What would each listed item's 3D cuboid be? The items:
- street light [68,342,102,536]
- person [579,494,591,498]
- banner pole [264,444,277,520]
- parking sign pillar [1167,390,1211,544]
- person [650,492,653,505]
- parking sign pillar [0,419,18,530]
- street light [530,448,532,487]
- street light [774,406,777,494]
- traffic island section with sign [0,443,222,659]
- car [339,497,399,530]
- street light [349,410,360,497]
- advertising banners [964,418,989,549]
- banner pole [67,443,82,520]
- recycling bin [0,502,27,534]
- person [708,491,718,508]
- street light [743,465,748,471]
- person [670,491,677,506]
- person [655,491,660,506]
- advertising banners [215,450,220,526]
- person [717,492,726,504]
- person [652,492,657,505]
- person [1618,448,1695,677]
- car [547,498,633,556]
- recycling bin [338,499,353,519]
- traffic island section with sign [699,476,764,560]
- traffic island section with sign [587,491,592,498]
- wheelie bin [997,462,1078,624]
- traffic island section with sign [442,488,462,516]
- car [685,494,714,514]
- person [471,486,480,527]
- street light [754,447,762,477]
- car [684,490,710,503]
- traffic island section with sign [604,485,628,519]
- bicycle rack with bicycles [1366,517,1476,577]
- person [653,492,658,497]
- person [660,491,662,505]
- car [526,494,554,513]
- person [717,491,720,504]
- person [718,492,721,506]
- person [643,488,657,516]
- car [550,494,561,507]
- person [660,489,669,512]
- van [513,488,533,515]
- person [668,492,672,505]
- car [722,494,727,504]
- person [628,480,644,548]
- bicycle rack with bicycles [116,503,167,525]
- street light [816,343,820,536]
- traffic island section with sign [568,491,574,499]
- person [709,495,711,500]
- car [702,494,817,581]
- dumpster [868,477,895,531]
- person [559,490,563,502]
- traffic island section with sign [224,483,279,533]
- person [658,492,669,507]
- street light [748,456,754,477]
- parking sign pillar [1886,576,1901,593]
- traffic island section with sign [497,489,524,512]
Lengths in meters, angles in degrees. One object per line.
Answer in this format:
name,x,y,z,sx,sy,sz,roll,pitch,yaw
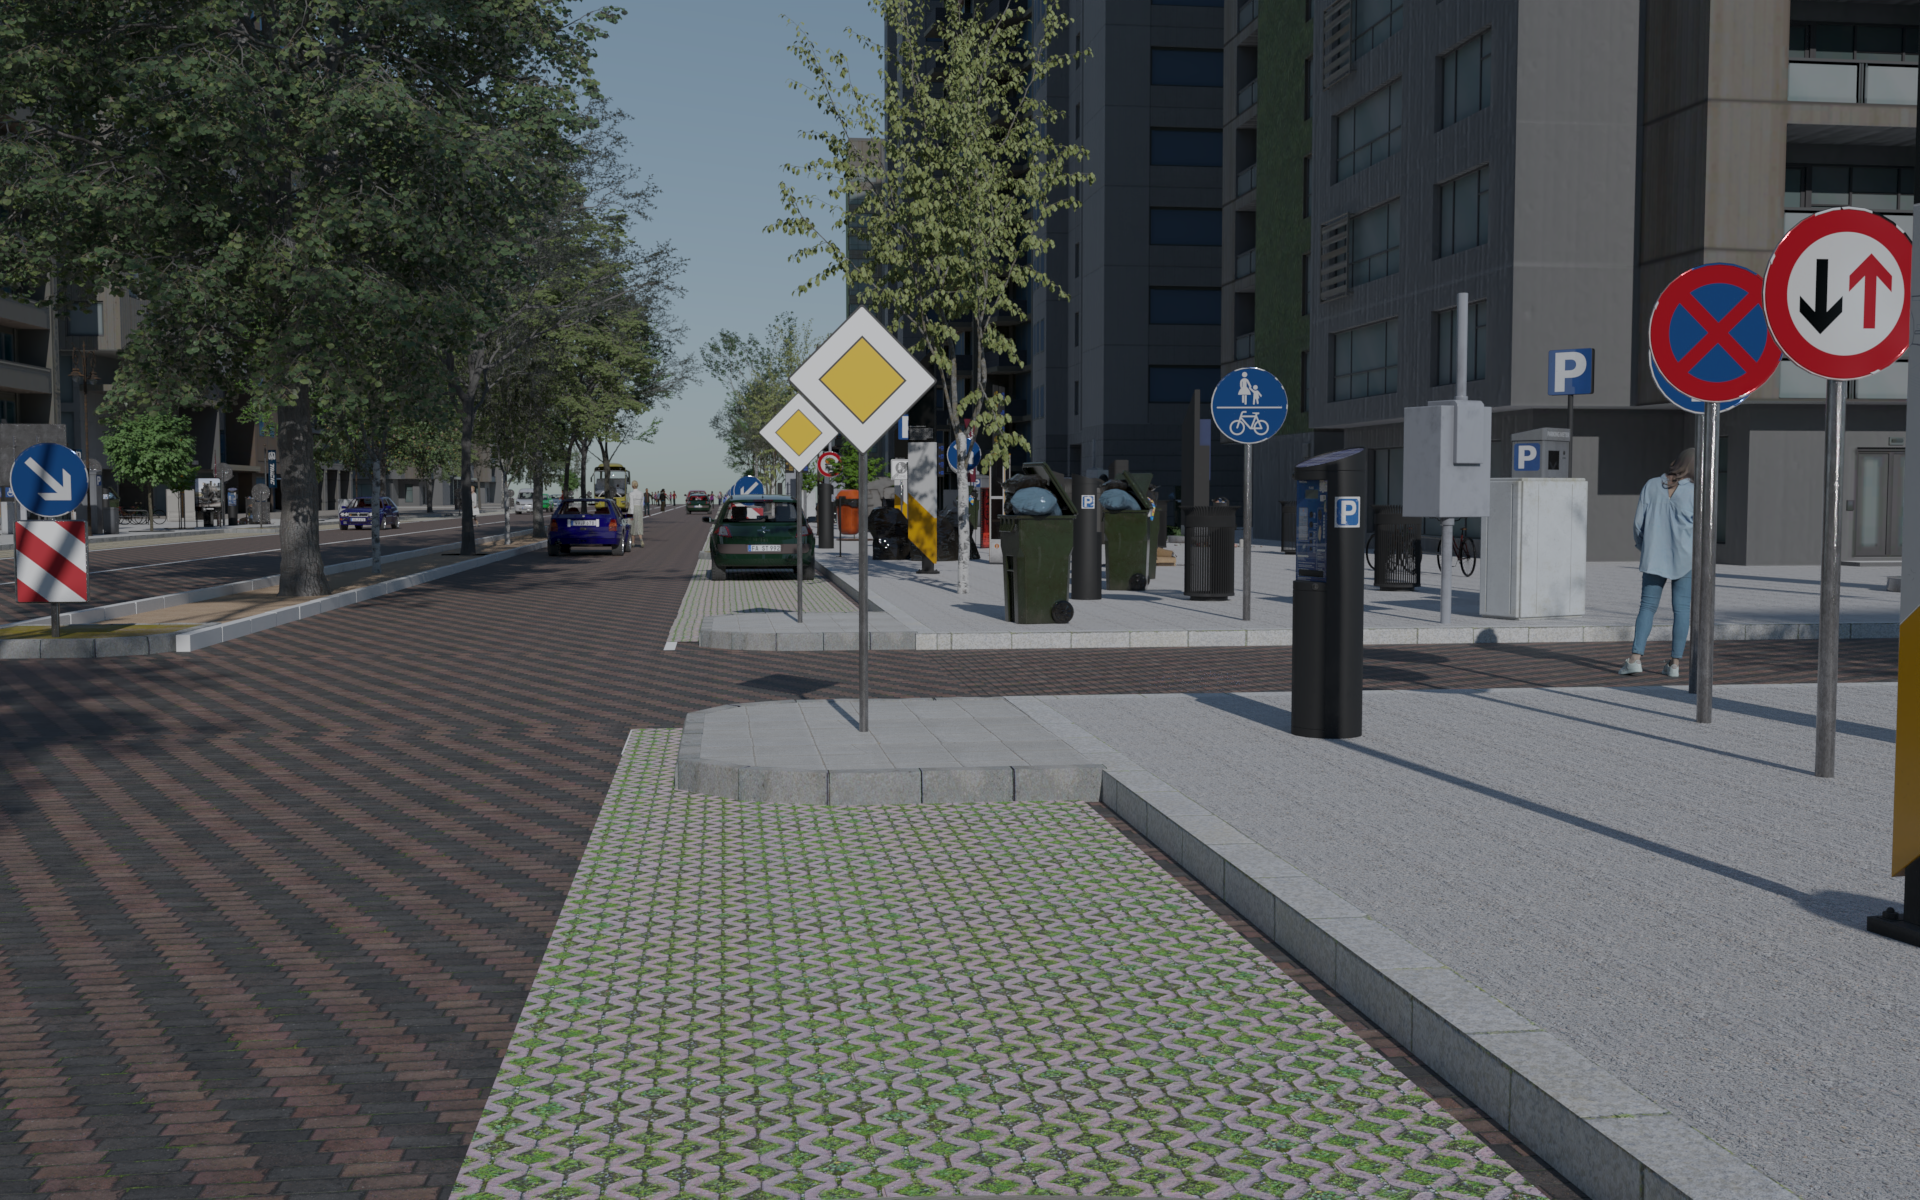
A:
street light,-26.530,-4.883,52.622,0.468,5.910,1.993,0,4,-8
person,-32.041,-8.482,148.009,1.217,1.723,0.721,-1,4,-22
banner pole,-34.268,-5.870,85.989,0.863,3.779,0.401,1,4,15
parking sign pillar,6.171,-3.483,45.418,1.447,3.967,1.447,0,4,-7
person,-40.605,-13.382,228.005,0.721,1.735,1.217,-1,4,-20
parking sign pillar,-33.976,-4.476,61.655,1.447,3.967,1.447,-3,5,-42
street light,-42.869,-12.244,172.975,0.468,5.910,1.993,0,4,-8
street light,-9.700,-7.238,91.122,0.468,5.910,1.993,0,4,-8
traffic island section with sign,-8.176,-0.484,16.049,2.006,1.907,1.989,0,4,-8
car,-23.857,-3.509,69.957,1.945,1.354,3.894,0,4,-6
street light,-31.730,-7.229,90.980,0.468,5.910,1.993,0,4,-8
advertising banners,0.628,-2.729,40.812,0.090,3.025,2.074,2,4,31
banner pole,-43.370,-5.795,84.760,0.863,3.779,0.401,-1,4,-20
recycling bin,-30.436,-2.640,55.720,0.722,1.027,0.722,-2,4,-30
person,-24.578,-9.969,172.171,1.217,1.739,0.721,2,4,25
street light,-25.814,-14.566,210.934,0.468,5.910,1.993,0,4,-8
person,-33.546,-11.906,203.104,0.705,1.831,1.348,2,4,24
person,-36.405,-12.262,208.964,0.705,1.826,1.348,1,4,18
advertising banners,-29.623,-4.456,69.049,0.090,3.025,2.074,-1,4,-20
person,-30.082,-12.765,217.925,1.217,1.735,0.721,0,4,-6
person,-38.906,-12.966,221.181,1.217,1.739,0.721,0,4,-2
person,5.555,-0.297,13.623,0.793,1.790,0.793,0,4,-4
car,-8.820,-1.761,41.373,1.945,1.354,3.894,0,4,-7
recycling bin,-31.198,-4.631,88.273,0.722,1.027,0.722,3,5,43
traffic island section with sign,-4.789,-1.821,38.405,1.989,1.847,2.006,0,4,-8
traffic island section with sign,-47.512,-13.071,222.337,1.989,1.847,2.006,0,4,-8
wheelie bin,0.759,-0.572,17.256,0.693,1.594,0.980,-1,4,-18
traffic island section with sign,-32.633,-6.377,112.889,1.989,1.847,2.006,0,4,-8
car,-18.534,-6.929,123.079,2.009,1.686,4.222,0,4,-6
person,-21.134,-4.064,75.299,0.624,1.780,0.694,-2,4,-35
street light,-14.912,-9.582,129.461,0.468,5.910,1.993,0,4,-8
car,-23.323,-8.868,153.656,2.281,1.827,5.304,-1,4,-9
traffic island section with sign,-18.304,-5.038,90.505,2.006,1.907,1.989,0,4,-8
bicycle rack with bicycles,6.818,-0.890,27.933,2.852,0.926,2.925,0,4,1
person,-41.177,-13.839,235.499,1.217,1.736,0.721,-2,4,-25
person,-24.532,-8.180,142.924,0.721,1.739,1.217,0,4,2
car,-32.847,-7.746,135.437,1.959,1.807,4.718,0,4,-7
person,-32.925,-14.010,237.707,1.348,1.807,0.705,3,5,45
person,-29.595,-12.477,213.430,0.436,1.711,0.756,-1,4,-16
person,-20.387,-6.381,112.845,1.348,1.821,0.705,-2,4,-32
car,-40.969,-10.027,175.949,2.014,1.417,4.499,0,4,-7
person,-23.278,-7.821,135.997,0.705,1.869,1.348,-3,5,-40
van,-30.554,-7.070,122.598,2.013,2.044,4.112,-1,4,-10
person,-39.089,-13.729,233.648,1.217,1.739,0.721,2,4,32
car,-30.966,-13.619,232.266,1.945,1.707,3.694,-1,4,-9
person,-8.621,-2.294,46.241,0.478,1.798,0.641,-2,4,-31
bicycle rack with bicycles,-34.844,-3.619,72.555,2.925,0.926,2.852,-2,4,-26
street light,-4.359,-4.921,53.246,0.468,5.910,1.993,0,4,-8
traffic island section with sign,-43.883,-11.437,195.626,1.989,1.847,2.006,0,4,-8
person,-26.801,-10.655,185.940,0.599,1.433,0.991,2,4,29
car,-3.441,-1.229,29.883,2.009,1.686,4.222,0,4,-8
dumpster,-2.714,-3.232,58.601,1.264,1.857,1.865,0,4,-8
person,-35.293,-8.888,153.783,0.705,1.831,1.348,0,4,6
traffic island section with sign,-26.038,-3.405,64.295,1.989,1.847,2.006,0,4,-8
person,-31.637,-10.809,185.172,1.348,1.831,0.705,1,4,21
street light,-19.949,-11.902,167.378,0.468,5.910,1.993,0,4,-8
parking sign pillar,12.937,-2.084,22.541,1.447,3.967,1.447,1,4,9
traffic island section with sign,-36.325,-8.036,140.017,1.989,1.847,2.006,0,4,-8
